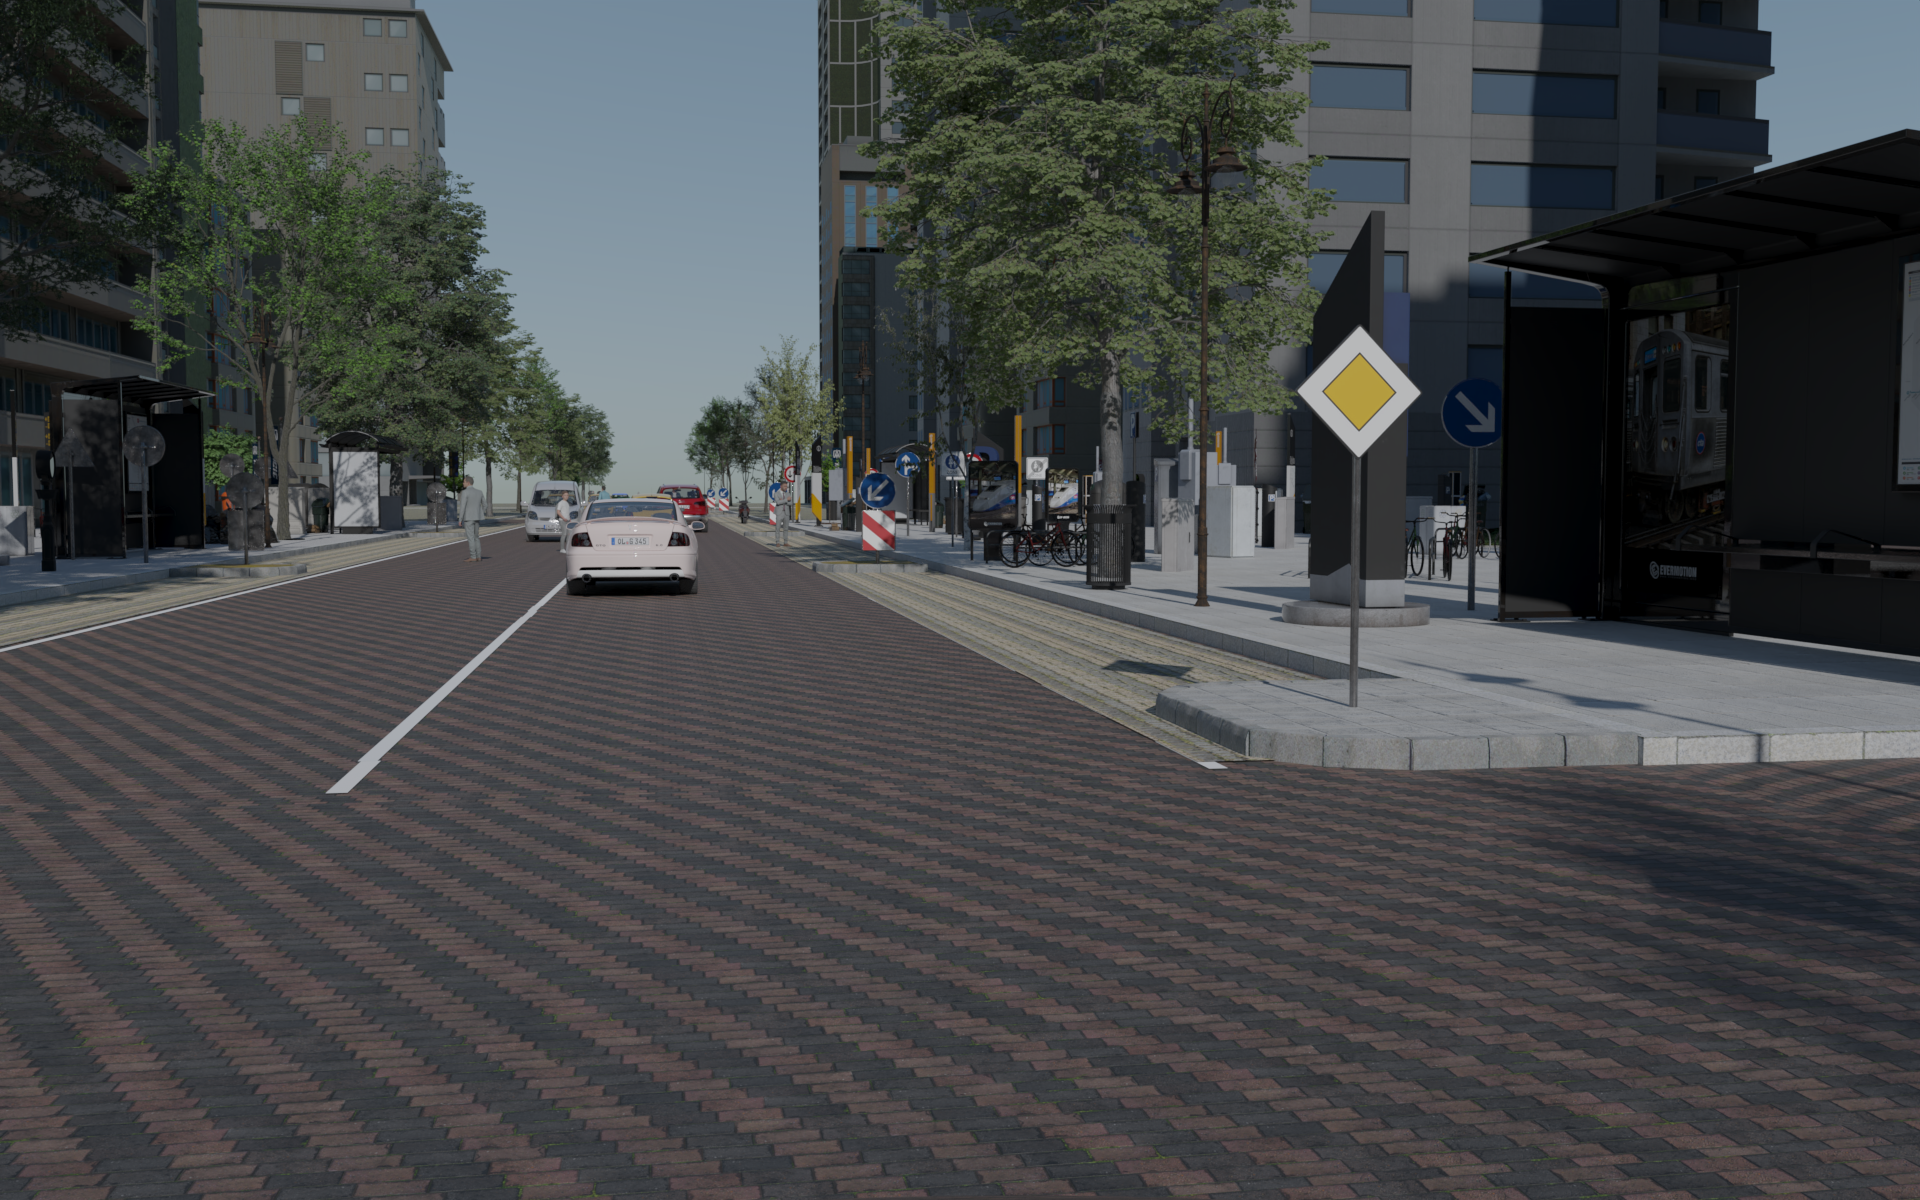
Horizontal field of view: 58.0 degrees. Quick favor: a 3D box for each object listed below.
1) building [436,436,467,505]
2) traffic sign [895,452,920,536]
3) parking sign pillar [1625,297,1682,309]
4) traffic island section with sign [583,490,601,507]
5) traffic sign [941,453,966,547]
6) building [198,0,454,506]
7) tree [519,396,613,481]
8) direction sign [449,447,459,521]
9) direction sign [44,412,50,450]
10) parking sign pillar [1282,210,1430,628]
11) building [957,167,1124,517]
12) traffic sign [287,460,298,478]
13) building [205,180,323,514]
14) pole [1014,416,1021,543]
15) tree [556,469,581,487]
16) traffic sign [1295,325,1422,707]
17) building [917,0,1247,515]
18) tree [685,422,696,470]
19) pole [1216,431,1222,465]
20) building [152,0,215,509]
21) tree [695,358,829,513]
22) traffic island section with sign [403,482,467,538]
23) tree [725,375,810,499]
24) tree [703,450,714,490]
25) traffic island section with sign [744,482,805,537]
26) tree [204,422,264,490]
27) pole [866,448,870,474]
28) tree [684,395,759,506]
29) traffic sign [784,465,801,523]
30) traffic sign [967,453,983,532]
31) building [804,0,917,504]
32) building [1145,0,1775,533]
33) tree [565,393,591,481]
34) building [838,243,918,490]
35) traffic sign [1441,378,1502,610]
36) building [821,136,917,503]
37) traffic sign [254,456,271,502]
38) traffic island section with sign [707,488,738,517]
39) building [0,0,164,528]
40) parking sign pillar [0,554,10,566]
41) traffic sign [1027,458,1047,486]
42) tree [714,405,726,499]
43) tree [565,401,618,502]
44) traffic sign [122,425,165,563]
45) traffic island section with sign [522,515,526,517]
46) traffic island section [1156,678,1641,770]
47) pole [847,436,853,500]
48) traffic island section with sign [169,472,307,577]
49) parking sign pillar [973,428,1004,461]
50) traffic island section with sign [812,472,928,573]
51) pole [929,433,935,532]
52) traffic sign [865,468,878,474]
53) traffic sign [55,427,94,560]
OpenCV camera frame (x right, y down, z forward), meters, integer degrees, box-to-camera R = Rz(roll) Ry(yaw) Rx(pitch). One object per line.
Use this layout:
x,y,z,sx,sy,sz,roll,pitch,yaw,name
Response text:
-77.141,-31.790,211.646,32.217,40.220,23.993,-1,4,-10,building
-1.584,-3.219,52.738,0.768,2.556,0.104,0,4,-4,traffic sign
7.782,-1.909,19.681,1.447,3.967,1.447,-1,4,-17,parking sign pillar
-40.071,-10.998,188.445,1.989,1.847,2.006,-1,4,-10,traffic island section with sign
-0.178,-2.433,41.914,0.606,2.300,0.079,0,4,-3,traffic sign
-70.295,-36.522,186.368,28.713,52.752,27.495,-1,4,-10,building
-37.290,-13.683,158.136,8.767,10.594,7.601,2,4,30,tree
-23.925,-5.497,81.880,0.379,3.537,0.876,-3,5,-44,direction sign
-24.921,-3.409,47.741,0.876,3.537,0.379,2,4,31,direction sign
3.959,-1.759,17.227,1.447,3.967,1.447,-1,4,-13,parking sign pillar
15.894,-16.090,108.112,27.650,21.520,28.899,-1,4,-10,building
-22.976,-3.606,58.966,0.884,2.594,0.081,-1,4,-8,traffic sign
-56.344,-15.942,105.692,27.650,21.520,28.899,-1,4,-10,building
1.505,-3.135,45.104,0.158,3.312,0.155,0,3,0,pole
-41.114,-12.057,180.840,4.285,4.588,4.351,0,3,0,tree
2.367,-0.411,10.370,0.795,2.450,0.064,-1,4,-10,traffic sign
7.207,-36.246,134.621,21.231,58.520,28.212,-1,4,-10,building
-23.446,-14.411,170.037,7.601,10.594,8.767,-1,4,-16,tree
8.409,-3.823,56.349,0.158,3.312,0.155,0,3,0,pole
-46.278,-24.554,85.057,14.154,41.232,14.086,-1,4,-10,building
-13.435,-11.320,119.498,8.767,10.594,7.601,-1,4,-11,tree
-17.402,-2.998,57.642,1.989,1.847,2.006,-1,4,-10,traffic island section with sign
-10.950,-9.400,104.051,4.360,8.622,3.978,0,3,0,tree
-28.149,-15.415,202.390,4.360,8.622,3.978,0,3,0,tree
-6.358,-3.084,59.057,1.989,1.847,2.006,-1,4,-10,traffic island section with sign
-33.298,-5.817,78.822,4.285,4.588,4.351,0,3,0,tree
-4.083,-5.098,77.203,0.158,3.312,0.155,0,3,0,pole
-24.325,-15.689,182.268,9.928,11.665,9.643,0,3,0,tree
-7.415,-4.691,76.800,0.768,2.556,0.104,0,4,-1,traffic sign
0.352,-3.303,54.106,0.768,2.556,0.104,0,4,-7,traffic sign
-10.196,-48.697,234.440,20.563,71.187,20.611,-1,4,-10,building
17.507,-32.310,70.262,21.231,58.520,28.212,-1,4,-10,building
-40.604,-15.565,172.610,7.486,12.596,7.792,0,3,0,tree
-7.499,-26.437,203.950,14.160,30.474,14.107,-1,4,-10,building
5.645,-1.159,19.051,0.768,2.556,0.104,0,4,-2,traffic sign
-9.816,-34.713,217.664,14.600,45.320,14.200,-1,4,-10,building
-23.370,-3.558,58.283,0.768,2.556,0.104,0,4,-3,traffic sign
-14.960,-6.119,108.673,1.989,1.847,2.006,-1,4,-10,traffic island section with sign
-45.011,-27.030,65.650,21.300,48.544,21.600,-1,4,-10,building
-17.835,-2.595,30.901,1.447,3.967,1.447,0,4,0,parking sign pillar
2.162,-2.849,48.710,0.606,2.300,0.079,-1,4,-10,traffic sign
-16.207,-11.043,130.915,4.360,8.622,3.978,0,3,0,tree
-51.941,-20.304,238.629,9.857,13.997,8.962,0,3,0,tree
-15.121,-1.957,32.102,0.768,2.556,0.104,0,4,-4,traffic sign
-25.926,-6.007,106.840,1.989,1.847,2.006,-1,4,-10,traffic island section with sign
2.389,0.724,10.451,2.009,0.180,2.903,-1,4,-10,traffic island section
-3.901,-4.125,61.292,0.158,3.312,0.155,0,3,0,pole
-12.748,-1.353,30.756,1.989,1.847,2.006,-1,4,-10,traffic island section with sign
1.111,-5.011,70.398,1.447,3.967,1.447,1,4,21,parking sign pillar
-1.727,-1.446,32.278,1.989,1.847,2.006,-1,4,-10,traffic island section with sign
-0.936,-3.932,58.136,0.158,3.312,0.155,0,3,0,pole
-4.380,-5.250,85.943,0.768,2.556,0.104,-1,4,-10,traffic sign
-17.213,-2.052,33.547,0.884,2.594,0.081,0,4,0,traffic sign
